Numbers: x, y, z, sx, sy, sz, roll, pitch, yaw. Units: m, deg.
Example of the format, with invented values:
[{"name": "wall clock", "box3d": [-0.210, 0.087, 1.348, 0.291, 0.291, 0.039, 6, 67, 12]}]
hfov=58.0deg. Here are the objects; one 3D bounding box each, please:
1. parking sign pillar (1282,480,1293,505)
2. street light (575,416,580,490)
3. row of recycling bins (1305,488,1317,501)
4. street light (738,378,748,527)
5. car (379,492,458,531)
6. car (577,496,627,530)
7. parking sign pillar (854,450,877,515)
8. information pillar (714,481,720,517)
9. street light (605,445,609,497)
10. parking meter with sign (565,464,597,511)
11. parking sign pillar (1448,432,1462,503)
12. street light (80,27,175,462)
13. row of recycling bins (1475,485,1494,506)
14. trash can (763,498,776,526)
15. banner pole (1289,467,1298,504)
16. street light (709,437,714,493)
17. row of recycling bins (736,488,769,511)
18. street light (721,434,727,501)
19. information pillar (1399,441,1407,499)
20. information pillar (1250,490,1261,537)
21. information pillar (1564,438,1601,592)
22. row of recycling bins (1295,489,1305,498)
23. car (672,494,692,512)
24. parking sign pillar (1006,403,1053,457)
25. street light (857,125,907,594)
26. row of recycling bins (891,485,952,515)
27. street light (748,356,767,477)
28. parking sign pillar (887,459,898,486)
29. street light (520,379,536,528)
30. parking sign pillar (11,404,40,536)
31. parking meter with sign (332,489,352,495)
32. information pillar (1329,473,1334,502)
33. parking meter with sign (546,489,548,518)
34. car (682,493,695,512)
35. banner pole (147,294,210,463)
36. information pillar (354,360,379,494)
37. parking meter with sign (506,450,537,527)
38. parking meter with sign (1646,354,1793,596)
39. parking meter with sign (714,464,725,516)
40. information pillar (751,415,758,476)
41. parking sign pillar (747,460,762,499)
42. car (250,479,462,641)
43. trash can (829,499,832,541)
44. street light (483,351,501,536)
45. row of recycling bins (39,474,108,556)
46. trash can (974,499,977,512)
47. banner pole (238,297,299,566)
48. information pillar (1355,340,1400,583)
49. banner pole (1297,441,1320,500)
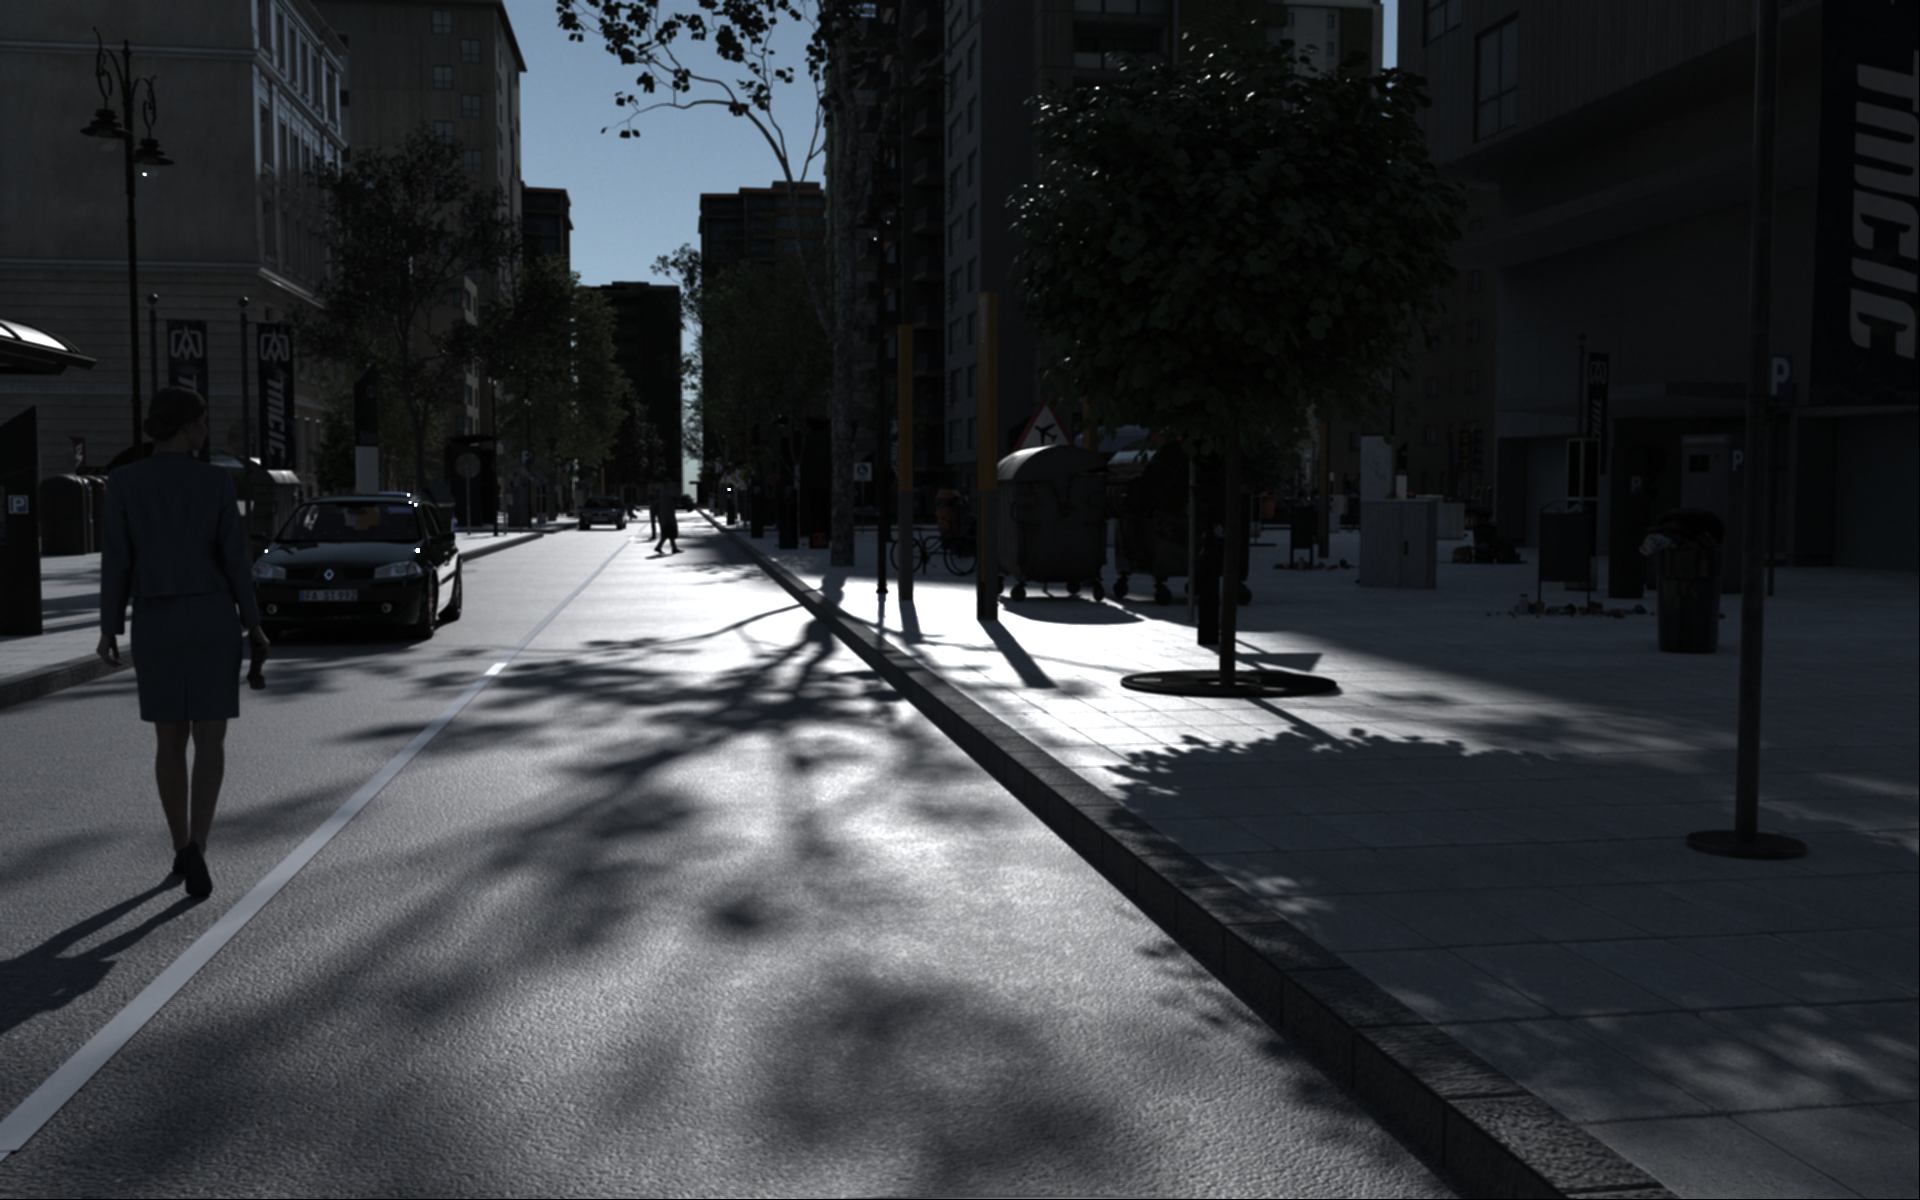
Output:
[{"name": "parking sign pillar", "box3d": [23.692, -8.438, 126.441, 1.447, 3.967, 1.447, -1, 4, -18]}, {"name": "street light", "box3d": [-21.855, -7.737, 99.285, 0.468, 5.910, 1.993, -1, 4, -9]}, {"name": "row of recycling bins", "box3d": [25.443, -6.758, 117.601, 3.534, 1.692, 1.069, 2, 4, 35]}, {"name": "street light", "box3d": [-8.451, -5.823, 67.994, 0.468, 5.910, 1.993, -1, 4, -9]}, {"name": "car", "box3d": [-19.086, -3.032, 59.164, 3.694, 1.707, 1.945, -1, 4, -10]}, {"name": "car", "box3d": [-14.480, -3.527, 70.244, 1.945, 1.354, 3.894, 0, 4, -8]}, {"name": "parking sign pillar", "box3d": [-5.772, -7.122, 104.912, 1.447, 3.967, 1.447, -3, 5, -40]}, {"name": "information pillar", "box3d": [-13.878, -5.767, 98.780, 0.304, 2.012, 0.304, 0, 4, -4]}, {"name": "street light", "box3d": [-27.403, -9.867, 134.117, 0.468, 5.910, 1.993, -1, 4, -9]}, {"name": "parking meter with sign", "box3d": [-22.309, -6.462, 101.915, 0.543, 3.016, 1.738, 3, 5, 43]}, {"name": "parking sign pillar", "box3d": [21.536, -5.314, 75.358, 1.447, 3.967, 1.447, 1, 4, 23]}, {"name": "street light", "box3d": [-8.471, -2.752, 17.779, 0.468, 5.910, 1.993, -1, 4, -9]}, {"name": "row of recycling bins", "box3d": [23.970, -4.315, 77.657, 1.069, 1.692, 3.534, 0, 4, -2]}, {"name": "trash can", "box3d": [-7.672, -3.524, 69.278, 0.748, 1.137, 0.748, 0, 3, 0]}, {"name": "banner pole", "box3d": [20.354, -7.066, 105.545, 0.863, 3.779, 0.401, 0, 4, 6]}, {"name": "street light", "box3d": [-19.857, -10.131, 138.421, 0.468, 5.910, 1.993, -1, 4, -9]}, {"name": "row of recycling bins", "box3d": [-14.645, -7.069, 122.697, 1.069, 1.692, 3.534, -3, 4, -39]}, {"name": "street light", "box3d": [-14.145, -8.002, 103.617, 0.468, 5.910, 1.993, -1, 4, -9]}, {"name": "information pillar", "box3d": [19.525, -5.210, 76.540, 0.504, 3.616, 0.183, -1, 4, -13]}, {"name": "information pillar", "box3d": [8.736, -2.868, 51.385, 0.304, 2.012, 0.304, -1, 4, -11]}, {"name": "information pillar", "box3d": [8.232, -1.127, 22.911, 0.304, 2.012, 0.304, -1, 4, -21]}, {"name": "row of recycling bins", "box3d": [25.304, -7.795, 134.565, 3.534, 1.692, 1.069, 1, 4, 12]}, {"name": "car", "box3d": [-22.069, -7.732, 136.197, 2.009, 1.686, 4.222, -1, 4, -10]}, {"name": "parking sign pillar", "box3d": [1.999, -3.750, 49.786, 1.447, 3.967, 1.447, 0, 4, -6]}, {"name": "street light", "box3d": [-1.008, -3.025, 22.243, 0.468, 5.910, 1.993, -1, 4, -9]}, {"name": "row of recycling bins", "box3d": [-1.885, -4.485, 80.440, 3.534, 1.692, 1.069, -3, 4, -36]}, {"name": "street light", "box3d": [-6.617, -5.155, 57.064, 0.468, 5.910, 1.993, -1, 4, -9]}, {"name": "parking sign pillar", "box3d": [-3.467, -6.559, 95.704, 1.447, 3.967, 1.447, 1, 4, 15]}, {"name": "street light", "box3d": [-16.048, -5.609, 64.496, 0.468, 5.910, 1.993, -1, 4, -9]}, {"name": "parking sign pillar", "box3d": [-28.301, -3.881, 51.919, 1.447, 3.967, 1.447, -1, 4, -16]}, {"name": "parking meter with sign", "box3d": [-24.503, -4.425, 68.616, 1.738, 3.016, 0.543, -3, 5, -40]}, {"name": "information pillar", "box3d": [12.681, -3.378, 59.721, 0.304, 2.012, 0.304, 3, 5, 42]}, {"name": "parking meter with sign", "box3d": [-23.419, -6.018, 94.663, 1.738, 3.016, 0.543, 0, 4, -2]}, {"name": "car", "box3d": [-22.853, -8.129, 142.702, 2.009, 1.686, 4.222, -1, 4, -9]}, {"name": "banner pole", "box3d": [-9.890, -1.947, 21.851, 0.863, 3.779, 0.401, -1, 4, -14]}, {"name": "information pillar", "box3d": [-10.331, -2.376, 30.206, 0.183, 3.616, 0.504, 2, 4, 24]}, {"name": "parking meter with sign", "box3d": [-17.295, -4.390, 68.035, 0.543, 3.016, 1.738, 0, 4, 6]}, {"name": "parking meter with sign", "box3d": [9.763, -1.601, 22.436, 0.543, 3.016, 1.738, -2, 4, -34]}, {"name": "parking meter with sign", "box3d": [-14.062, -6.452, 101.752, 0.543, 3.016, 1.738, 0, 4, -2]}, {"name": "information pillar", "box3d": [-6.029, -3.646, 50.959, 0.183, 3.616, 0.504, 0, 4, 8]}, {"name": "parking sign pillar", "box3d": [-12.214, -7.070, 104.073, 1.447, 3.967, 1.447, 3, 4, 39]}, {"name": "car", "box3d": [-6.299, -0.518, 18.256, 2.009, 1.686, 4.222, -1, 4, -10]}, {"name": "trash can", "box3d": [-3.716, -2.197, 47.582, 0.748, 1.137, 0.748, 0, 3, 0]}, {"name": "street light", "box3d": [-14.143, -4.881, 52.591, 0.468, 5.910, 1.993, -1, 4, -9]}, {"name": "row of recycling bins", "box3d": [-19.151, -1.870, 37.685, 1.069, 1.692, 3.534, -1, 4, -11]}, {"name": "trash can", "box3d": [0.795, -2.653, 55.026, 0.748, 1.137, 0.748, 0, 3, 0]}, {"name": "banner pole", "box3d": [-8.948, -1.974, 22.297, 0.863, 3.779, 0.401, -3, 5, -41]}, {"name": "information pillar", "box3d": [5.952, -2.043, 24.762, 0.504, 3.616, 0.183, 3, 5, 40]}, {"name": "banner pole", "box3d": [16.509, -5.607, 81.689, 0.863, 3.779, 0.401, -2, 4, -33]}]
